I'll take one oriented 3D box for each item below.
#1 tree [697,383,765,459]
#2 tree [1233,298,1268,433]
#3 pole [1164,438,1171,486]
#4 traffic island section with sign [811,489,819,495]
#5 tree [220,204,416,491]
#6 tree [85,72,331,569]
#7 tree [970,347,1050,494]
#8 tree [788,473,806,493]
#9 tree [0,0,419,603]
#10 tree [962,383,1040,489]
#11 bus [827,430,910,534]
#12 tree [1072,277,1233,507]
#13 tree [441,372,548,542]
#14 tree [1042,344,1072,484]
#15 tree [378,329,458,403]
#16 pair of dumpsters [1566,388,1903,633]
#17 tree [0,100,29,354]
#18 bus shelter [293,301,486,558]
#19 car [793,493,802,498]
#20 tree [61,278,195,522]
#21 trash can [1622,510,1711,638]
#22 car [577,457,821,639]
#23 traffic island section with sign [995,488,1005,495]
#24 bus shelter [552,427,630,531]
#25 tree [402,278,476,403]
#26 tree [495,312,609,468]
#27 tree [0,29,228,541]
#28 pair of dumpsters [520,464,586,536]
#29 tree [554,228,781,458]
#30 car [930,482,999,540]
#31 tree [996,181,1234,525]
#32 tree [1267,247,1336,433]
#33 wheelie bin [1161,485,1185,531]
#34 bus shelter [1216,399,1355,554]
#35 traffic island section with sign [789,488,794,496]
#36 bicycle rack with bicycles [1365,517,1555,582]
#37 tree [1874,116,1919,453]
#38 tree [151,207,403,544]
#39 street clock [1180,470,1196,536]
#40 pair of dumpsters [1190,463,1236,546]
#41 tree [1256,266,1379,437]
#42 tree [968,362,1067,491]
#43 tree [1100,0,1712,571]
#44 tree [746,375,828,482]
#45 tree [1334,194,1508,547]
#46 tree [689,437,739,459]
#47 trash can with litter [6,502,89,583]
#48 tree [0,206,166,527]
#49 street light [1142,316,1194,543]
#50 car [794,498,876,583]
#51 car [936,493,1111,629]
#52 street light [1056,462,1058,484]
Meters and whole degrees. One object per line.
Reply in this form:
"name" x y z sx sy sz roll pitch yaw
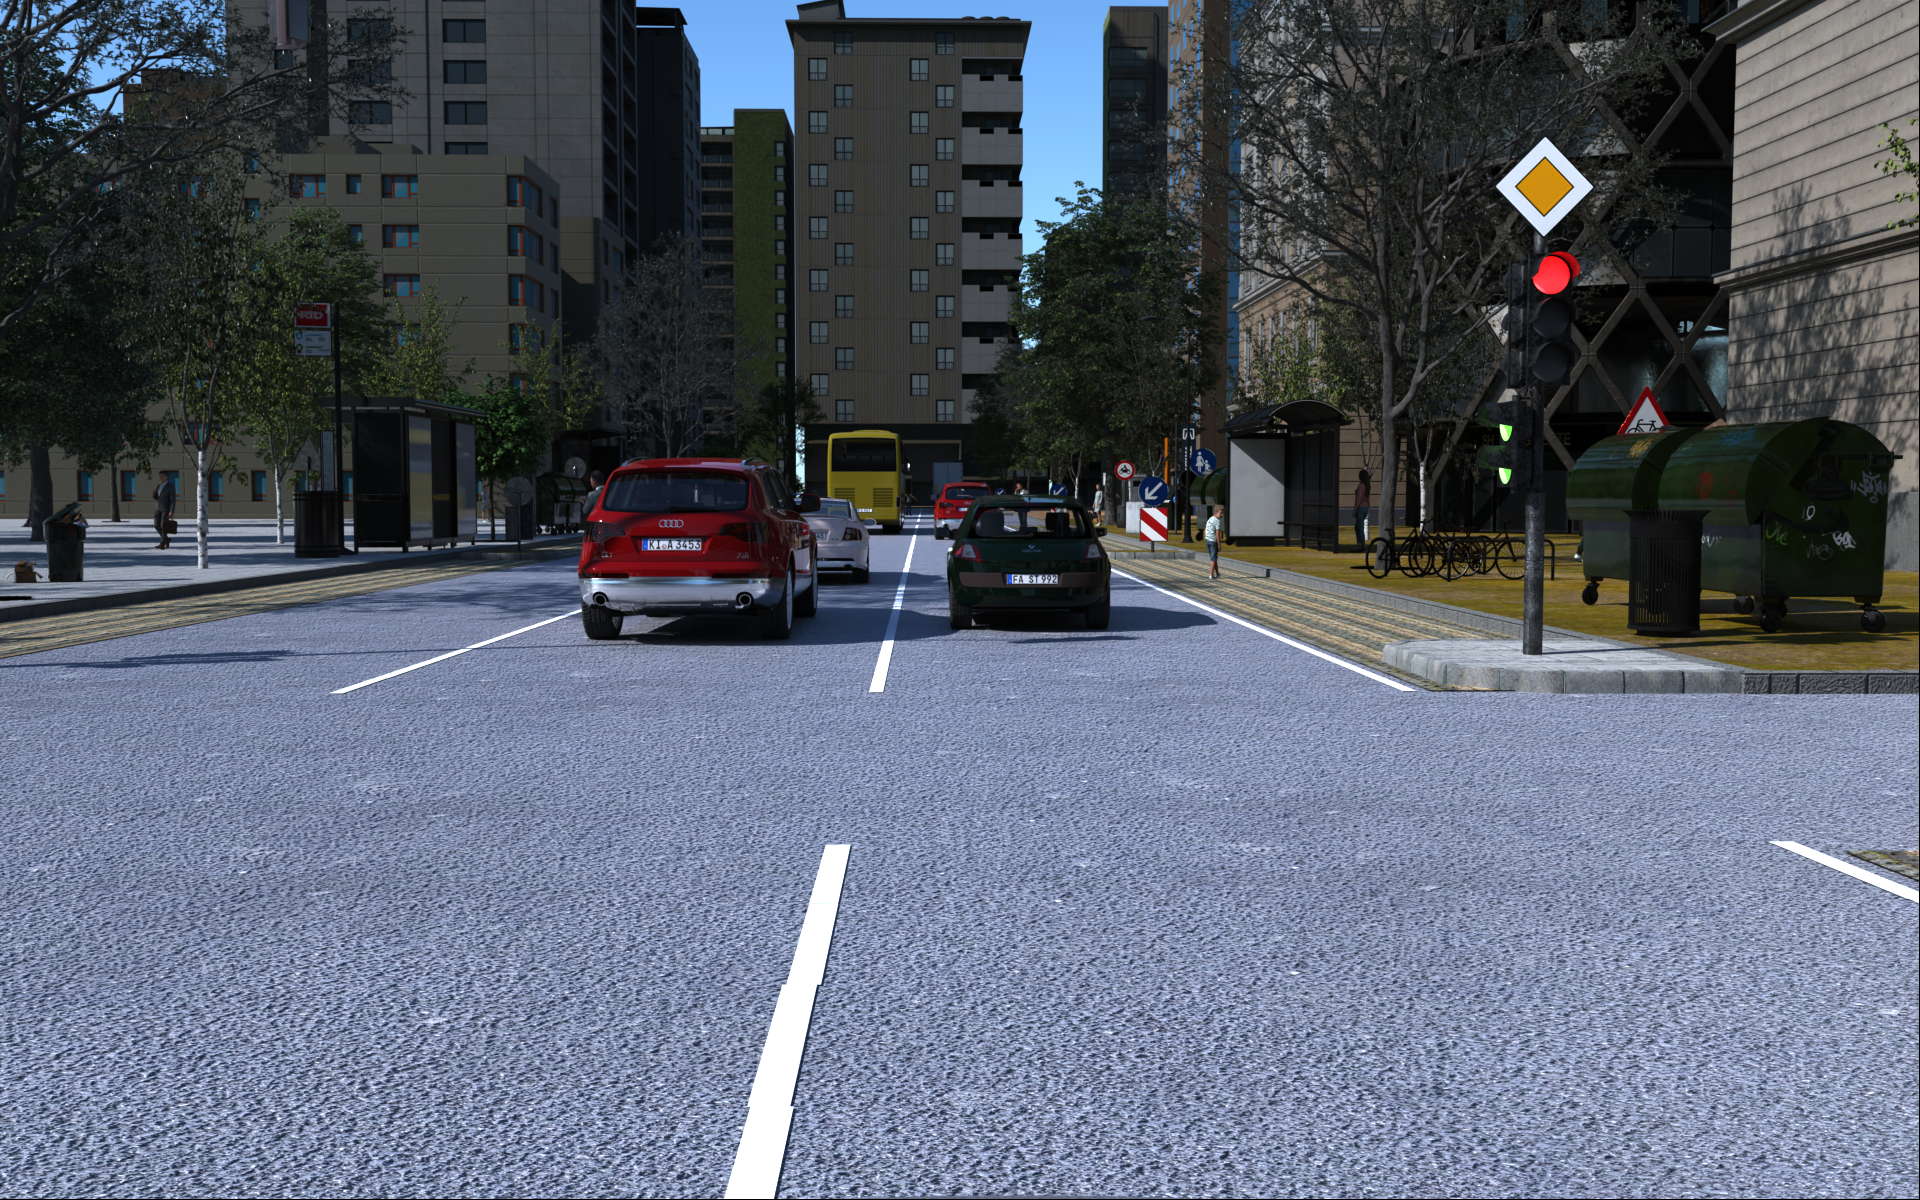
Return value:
"tree" -14.283 -9.753 109.817 4.360 8.622 3.978 0 3 0
"tree" 11.236 -6.924 63.572 4.360 8.622 3.978 0 3 0
"pole" 7.537 -4.227 62.954 0.158 3.312 0.155 0 3 0
"traffic island section with sign" -11.921 -8.218 142.993 1.989 1.847 2.006 0 4 -1
"tree" -25.225 -9.167 68.010 7.486 12.596 7.792 0 3 0
"tree" -13.068 -4.860 29.825 4.360 8.622 3.978 0 3 0
"tree" 4.621 -13.142 132.992 7.486 12.596 7.792 0 3 0
"tree" -15.073 -10.048 158.893 1.663 3.219 1.824 0 3 0
"tree" -11.874 -6.741 20.580 12.009 13.543 11.850 0 3 0
"tree" 4.068 -14.347 160.335 9.928 11.665 9.643 0 3 0
"bus" -3.397 -4.531 65.633 2.896 3.916 12.252 0 4 -1
"tree" 6.505 -6.588 58.068 4.360 8.622 3.978 0 3 0
"tree" -12.652 -3.861 46.842 4.285 4.588 4.351 0 3 0
"tree" 5.534 -7.974 80.732 4.360 8.622 3.978 0 3 0
"tree" -24.378 -7.715 76.508 4.360 8.622 3.978 0 3 0
"pair of dumpsters" 7.856 -0.945 17.949 1.574 2.255 4.437 0 4 -1
"tree" -20.819 -6.916 31.201 7.486 12.596 7.792 0 3 0
"bus shelter" -12.829 -3.742 38.822 2.179 5.291 8.768 0 4 -1
"car" -11.798 -7.024 124.430 1.945 1.707 3.694 0 4 -2
"tree" -38.637 -9.349 78.607 9.928 11.665 9.643 0 3 0
"trash can" 6.376 -0.245 15.665 0.748 1.137 0.748 0 3 0
"car" -2.686 -0.609 18.635 2.281 1.827 5.304 0 4 0
"traffic island section with sign" 2.555 -6.560 115.887 1.989 1.847 2.006 0 4 -1
"bus shelter" -13.555 -4.442 63.902 1.731 3.624 6.357 0 4 -1
"tree" -18.640 -6.676 59.520 4.737 8.622 4.395 0 3 0
"tree" -16.866 -7.379 71.016 4.737 8.622 4.395 0 3 0
"tree" -24.885 -8.561 46.625 9.857 13.997 8.962 0 3 0
"pair of dumpsters" -13.113 -3.232 55.343 1.574 2.255 4.437 0 4 -1
"tree" -13.230 -10.343 79.473 12.009 13.543 11.850 0 3 0
"car" 0.182 -2.888 55.887 2.281 1.827 5.304 0 4 -1
"tree" 6.366 -10.082 71.489 9.857 13.997 8.962 0 3 0
"tree" 11.459 -5.964 47.874 4.360 8.622 3.978 0 3 0
"wheelie bin" 7.507 -3.261 61.221 0.693 1.594 0.980 -2 4 -29
"bus shelter" 7.326 -2.796 39.640 2.014 3.302 5.546 0 4 -1
"traffic island section with sign" -11.362 -6.526 115.333 1.989 1.847 2.006 0 4 -1
"bicycle rack with bicycles" 7.524 -0.795 26.387 2.925 0.926 2.852 -1 4 -15
"tree" 12.249 -4.178 18.665 4.737 8.622 4.395 0 3 0
"tree" -17.598 -5.749 44.364 4.737 8.622 4.395 0 3 0
"street clock" 6.842 -2.902 52.020 0.471 2.002 0.358 0 4 -1
"pair of dumpsters" 7.091 -2.608 45.140 1.574 2.255 4.437 0 4 -1
"tree" 11.811 -6.453 55.873 4.737 8.622 4.395 0 3 0
"tree" 4.757 -11.507 122.552 8.767 10.594 7.601 0 4 0
"tree" 7.383 -7.257 29.019 12.009 13.543 11.850 0 3 0
"tree" -15.271 -13.782 151.090 9.928 11.665 9.643 0 3 0
"tree" 11.284 -5.592 41.786 4.360 8.622 3.978 0 3 0
"tree" -14.225 -7.118 100.093 4.285 4.588 4.351 0 3 0
"trash can with litter" -13.261 -0.842 25.154 1.055 1.170 0.624 -2 4 -33
"tree" -36.125 -9.214 67.656 9.611 12.733 9.660 0 3 0
"street light" 5.448 -4.455 45.375 1.470 5.913 1.316 0 4 -1
"car" -2.453 -1.030 29.209 2.083 1.381 4.827 0 4 -3
"car" 0.724 -0.611 19.783 2.009 1.686 4.222 0 4 0
"street light" 4.447 -7.118 88.914 1.470 5.913 1.316 0 4 -1
